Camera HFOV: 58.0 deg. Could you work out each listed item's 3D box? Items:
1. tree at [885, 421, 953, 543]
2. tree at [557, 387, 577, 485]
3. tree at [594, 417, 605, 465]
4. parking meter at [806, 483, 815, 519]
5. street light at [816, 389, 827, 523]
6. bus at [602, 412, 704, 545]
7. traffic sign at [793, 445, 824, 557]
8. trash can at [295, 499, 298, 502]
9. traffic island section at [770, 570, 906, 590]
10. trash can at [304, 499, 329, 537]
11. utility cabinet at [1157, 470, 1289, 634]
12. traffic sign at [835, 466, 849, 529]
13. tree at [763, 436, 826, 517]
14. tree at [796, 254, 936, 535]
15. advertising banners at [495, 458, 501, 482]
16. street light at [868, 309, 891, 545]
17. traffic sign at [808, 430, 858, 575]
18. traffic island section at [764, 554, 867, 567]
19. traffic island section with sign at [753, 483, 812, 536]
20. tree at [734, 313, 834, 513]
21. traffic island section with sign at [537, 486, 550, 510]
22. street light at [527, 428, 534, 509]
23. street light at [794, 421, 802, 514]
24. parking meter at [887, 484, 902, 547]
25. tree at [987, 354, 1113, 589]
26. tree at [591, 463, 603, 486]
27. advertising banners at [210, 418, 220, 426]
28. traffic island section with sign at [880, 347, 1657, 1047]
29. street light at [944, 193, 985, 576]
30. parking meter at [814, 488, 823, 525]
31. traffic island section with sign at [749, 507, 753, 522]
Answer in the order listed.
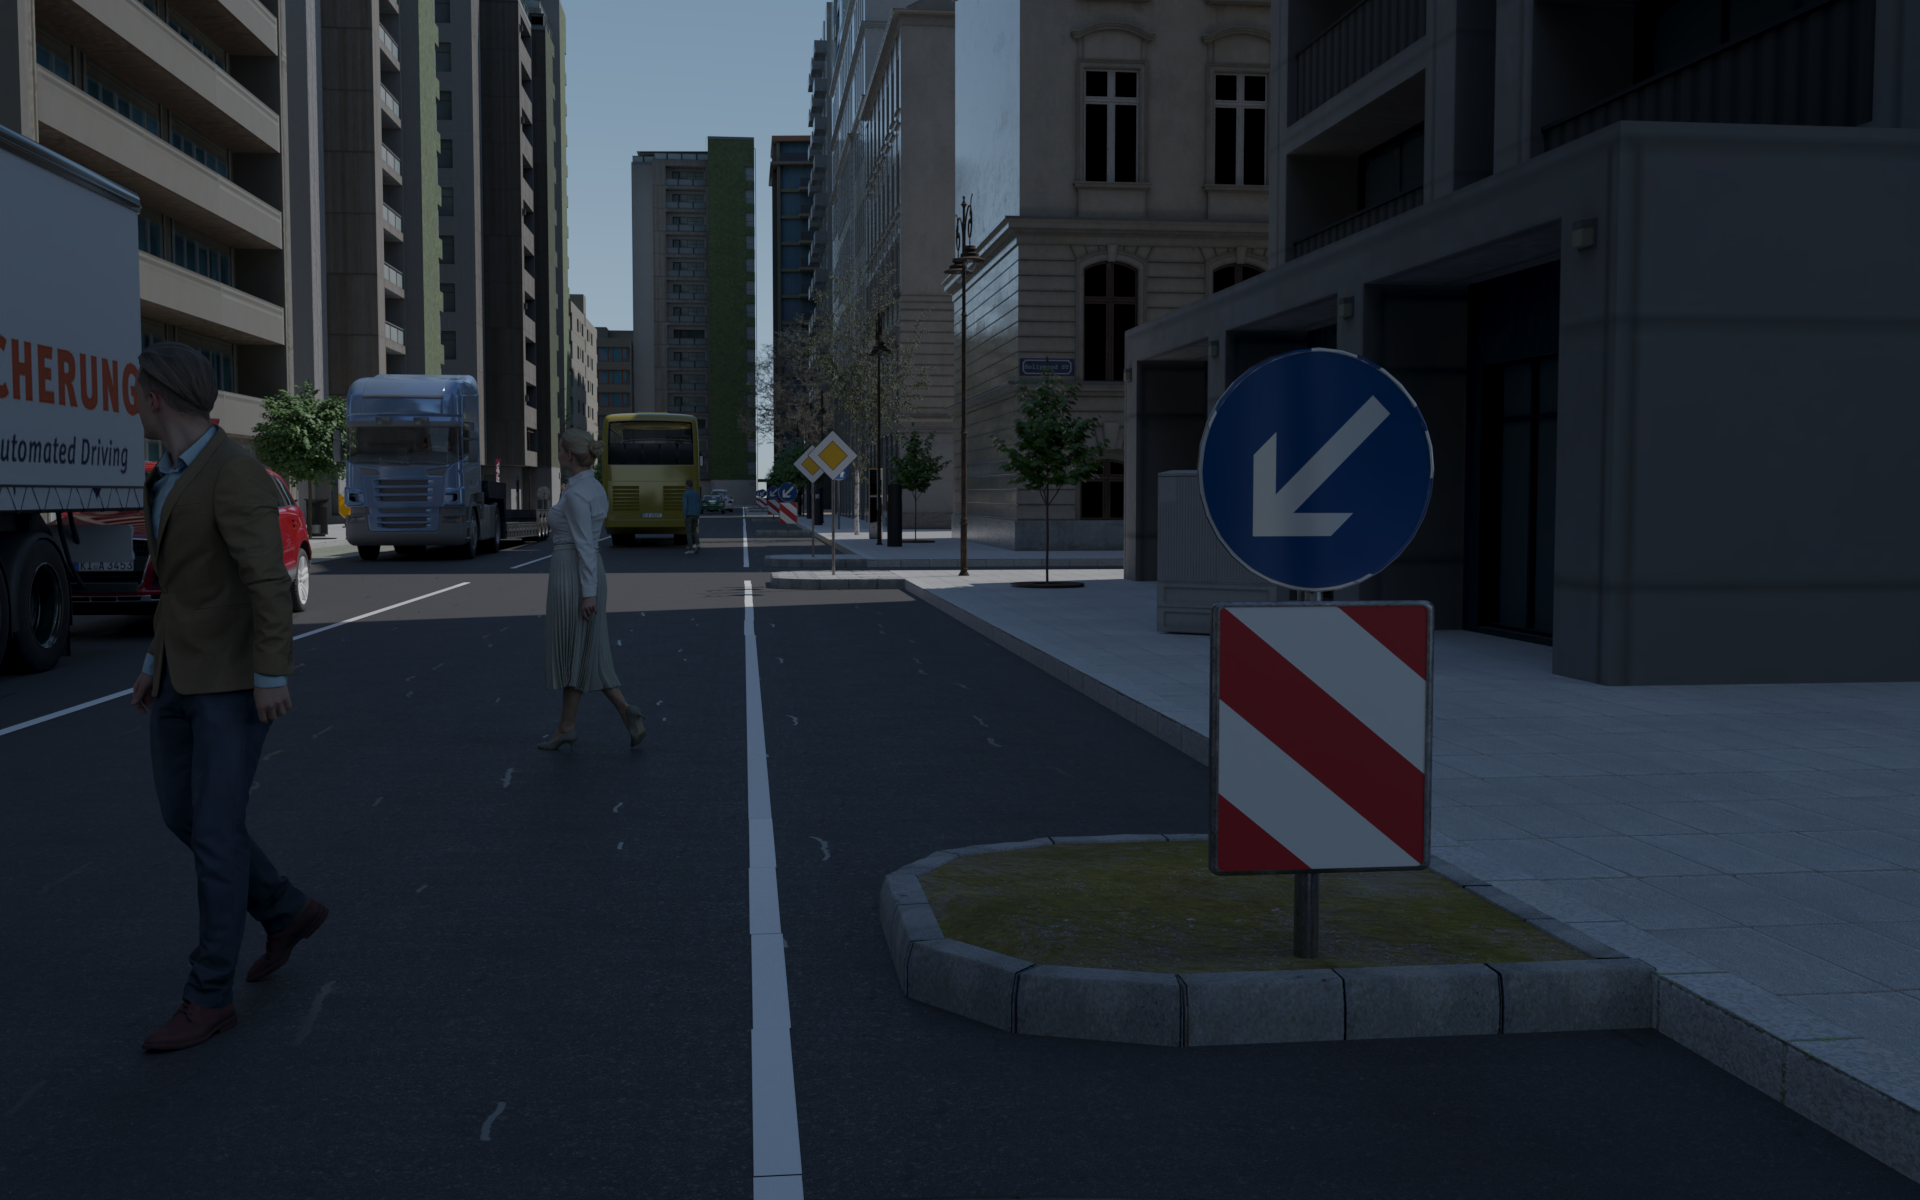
[{"bbox_3d":[-1.241,-3.137,45.897,1.663,3.219,1.824,0,3,0],"label":"tree"},{"bbox_3d":[-26.454,-9.880,111.897,4.360,8.622,3.978,0,3,0],"label":"tree"},{"bbox_3d":[-33.045,-13.103,164.595,4.737,8.622,4.395,0,3,0],"label":"tree"},{"bbox_3d":[-7.706,-5.119,89.400,0.399,1.863,0.255,-3,5,-42],"label":"parking meter"},{"bbox_3d":[-6.071,-6.331,76.307,0.468,5.910,1.993,0,4,-7],"label":"street light"},{"bbox_3d":[-9.079,-3.679,51.704,2.896,3.916,12.252,-1,4,-9],"label":"bus"},{"bbox_3d":[-2.997,-1.933,35.248,0.795,2.450,0.064,0,4,-7],"label":"traffic sign"},{"bbox_3d":[-17.791,-2.075,45.585,0.748,1.137,0.748,0,3,0],"label":"trash can"},{"bbox_3d":[-1.981,-0.313,27.405,2.009,0.180,2.903,0,4,-7],"label":"traffic island section"},{"bbox_3d":[-19.352,-2.476,52.137,0.748,1.137,0.748,0,3,0],"label":"trash can"},{"bbox_3d":[2.375,-0.428,15.683,1.173,1.500,0.318,2,4,33],"label":"utility cabinet"},{"bbox_3d":[-4.396,-3.839,62.877,0.768,2.556,0.104,0,4,-5],"label":"traffic sign"},{"bbox_3d":[-9.022,-7.035,98.733,4.285,4.588,4.351,0,3,0],"label":"tree"},{"bbox_3d":[-3.007,-6.347,54.136,4.360,8.622,3.978,0,3,0],"label":"tree"},{"bbox_3d":[-22.844,-5.388,84.282,0.090,3.025,2.074,1,4,14],"label":"advertising banners"},{"bbox_3d":[-2.032,-4.324,43.482,0.468,5.910,1.993,0,4,-7],"label":"street light"},{"bbox_3d":[-2.003,-1.448,27.325,0.795,2.450,0.064,0,4,-7],"label":"traffic sign"},{"bbox_3d":[-2.975,-0.798,35.328,2.009,0.180,2.903,0,4,-7],"label":"traffic island section"},{"bbox_3d":[-6.115,-3.163,60.343,1.989,1.847,2.006,0,4,-7],"label":"traffic island section with sign"},{"bbox_3d":[-10.078,-12.608,116.510,12.009,13.543,11.850,0,3,0],"label":"tree"},{"bbox_3d":[-20.742,-4.757,86.406,1.989,1.847,2.006,0,4,-7],"label":"traffic island section with sign"},{"bbox_3d":[-24.736,-7.747,99.446,0.468,5.910,1.993,0,4,-7],"label":"street light"},{"bbox_3d":[-10.234,-8.338,109.117,0.468,5.910,1.993,0,4,-7],"label":"street light"},{"bbox_3d":[-1.591,-2.065,42.179,0.372,1.533,0.369,0,3,0],"label":"parking meter"},{"bbox_3d":[1.097,-1.789,23.852,1.663,3.219,1.824,0,3,0],"label":"tree"},{"bbox_3d":[-31.681,-10.500,155.382,4.285,4.588,4.351,0,3,0],"label":"tree"},{"bbox_3d":[-17.534,-2.633,39.231,0.090,3.025,2.074,1,4,23],"label":"advertising banners"},{"bbox_3d":[0.771,0.194,5.464,1.989,1.847,2.006,0,4,-7],"label":"traffic island section with sign"},{"bbox_3d":[0.061,-3.317,27.014,0.468,5.910,1.993,0,4,-7],"label":"street light"},{"bbox_3d":[-5.836,-3.846,71.288,0.372,1.533,0.369,0,3,0],"label":"parking meter"},{"bbox_3d":[-9.584,-4.852,87.966,1.989,1.847,2.006,0,4,-7],"label":"traffic island section with sign"}]
